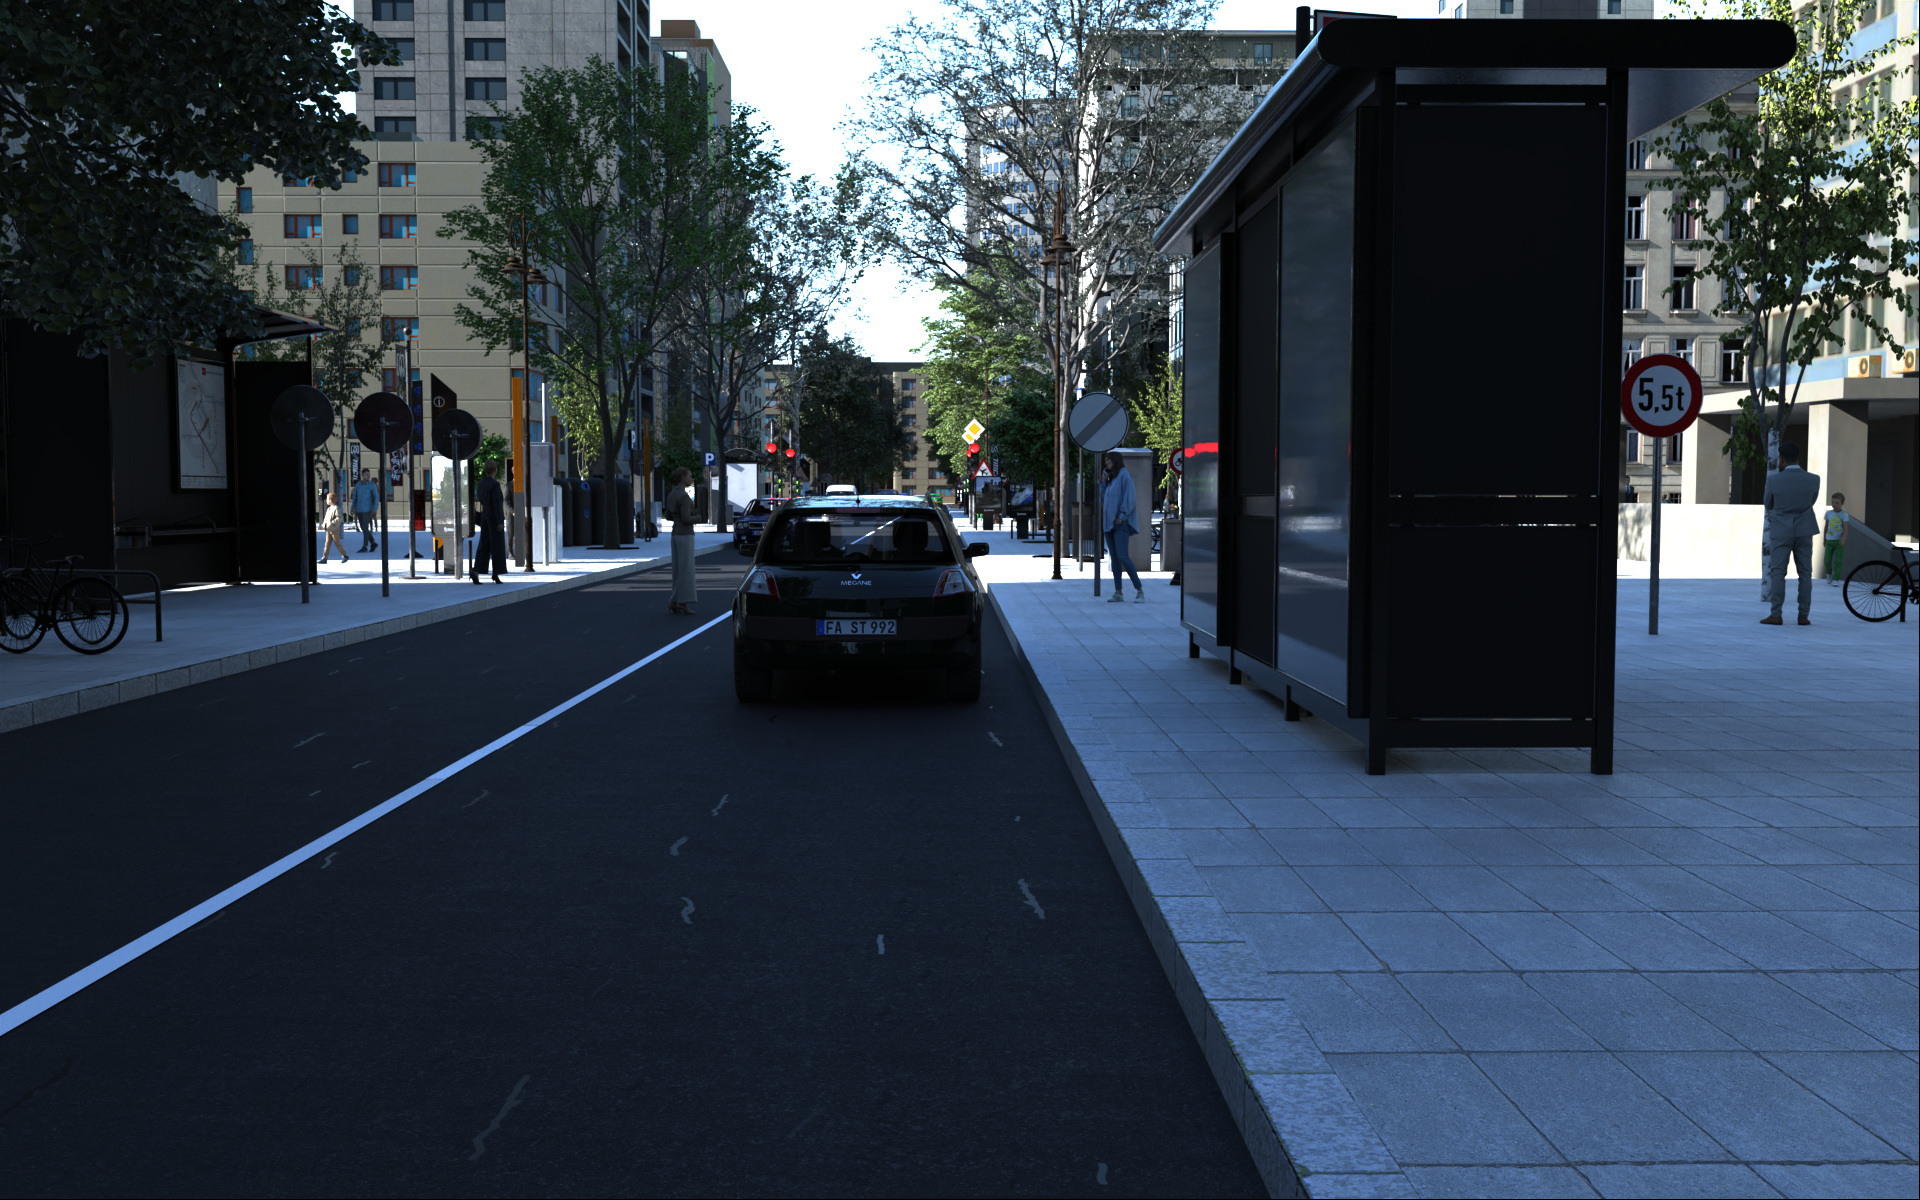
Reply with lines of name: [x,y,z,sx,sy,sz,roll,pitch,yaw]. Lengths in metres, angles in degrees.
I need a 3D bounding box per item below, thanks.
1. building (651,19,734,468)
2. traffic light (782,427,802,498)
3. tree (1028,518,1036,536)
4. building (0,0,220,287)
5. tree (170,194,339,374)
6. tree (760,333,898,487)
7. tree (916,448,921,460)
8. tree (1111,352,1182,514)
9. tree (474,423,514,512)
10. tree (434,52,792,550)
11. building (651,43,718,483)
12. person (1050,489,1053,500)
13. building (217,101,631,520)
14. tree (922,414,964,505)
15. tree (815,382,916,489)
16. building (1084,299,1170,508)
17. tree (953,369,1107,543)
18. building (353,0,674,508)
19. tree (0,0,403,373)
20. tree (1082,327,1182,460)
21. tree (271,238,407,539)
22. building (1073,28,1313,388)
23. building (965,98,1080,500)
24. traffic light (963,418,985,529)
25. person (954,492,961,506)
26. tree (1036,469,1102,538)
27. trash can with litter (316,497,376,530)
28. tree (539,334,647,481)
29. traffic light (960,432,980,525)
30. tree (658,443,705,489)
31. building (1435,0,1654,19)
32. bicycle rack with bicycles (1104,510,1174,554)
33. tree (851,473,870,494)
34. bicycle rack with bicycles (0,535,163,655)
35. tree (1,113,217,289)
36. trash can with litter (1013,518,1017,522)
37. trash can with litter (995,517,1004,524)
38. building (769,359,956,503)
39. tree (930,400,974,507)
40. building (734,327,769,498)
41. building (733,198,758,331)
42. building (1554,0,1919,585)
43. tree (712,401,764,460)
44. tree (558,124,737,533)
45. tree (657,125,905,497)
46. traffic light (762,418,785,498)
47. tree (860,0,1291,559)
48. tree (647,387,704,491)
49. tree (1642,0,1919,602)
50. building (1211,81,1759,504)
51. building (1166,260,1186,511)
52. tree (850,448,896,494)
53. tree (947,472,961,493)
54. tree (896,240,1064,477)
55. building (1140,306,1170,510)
building: [-29.811,-31.692,168.268,14.600,45.320,14.200,0,4,-1]
traffic light: [-7.029,-5.100,72.310,0.839,4.253,0.868,0,4,-1]
tree: [2.227,-3.588,53.270,1.663,3.219,1.824,0,3,0]
building: [-38.369,-14.411,40.135,34.151,26.468,19.350,0,4,-1]
tree: [-17.955,-5.663,42.954,4.737,8.622,4.395,0,3,0]
tree: [-9.088,-12.419,120.066,9.611,12.733,9.660,0,3,0]
tree: [-9.503,-17.734,224.359,7.601,10.594,8.767,3,5,44]
tree: [10.850,-8.358,87.017,4.737,8.622,4.395,0,3,0]
tree: [-22.180,-5.873,79.743,4.285,4.588,4.351,0,3,0]
tree: [-7.975,-6.986,39.984,9.928,11.665,9.643,0,3,0]
building: [-29.540,-28.760,153.819,14.154,41.232,14.086,0,4,-1]
person: [8.979,-10.128,171.645,0.705,1.823,1.348,-1,4,-17]
building: [-35.230,-15.567,99.562,27.650,21.520,28.899,0,4,-1]
tree: [0.429,-18.042,201.634,9.857,13.997,8.962,0,3,0]
tree: [-8.171,-12.422,137.506,8.767,10.594,7.601,0,4,-1]
building: [27.026,-19.774,168.350,27.650,21.520,28.899,0,4,-1]
tree: [2.321,-3.793,45.728,4.285,4.588,4.351,0,3,0]
building: [-32.127,-42.356,130.776,20.563,71.187,20.611,0,4,-1]
tree: [-7.372,-6.409,11.437,9.857,13.997,8.962,0,3,0]
tree: [9.033,-9.829,95.122,7.601,10.594,8.767,-1,4,-10]
tree: [-17.892,-6.041,49.136,4.360,8.622,3.978,0,3,0]
building: [27.878,-37.083,195.552,28.713,52.752,27.495,0,4,-1]
building: [14.896,-43.575,254.443,28.212,58.520,21.231,0,4,-1]
traffic light: [0.522,-4.618,64.426,0.839,4.253,0.868,0,4,-1]
person: [-0.123,-11.211,190.130,1.217,1.735,0.721,-2,4,-26]
tree: [3.251,-3.435,50.756,1.663,3.219,1.824,0,3,0]
trash can with litter: [-22.117,-3.120,62.074,2.233,1.210,1.678,-1,4,-21]
tree: [-17.019,-7.877,79.151,4.737,8.622,4.395,0,3,0]
traffic light: [0.431,-5.106,72.411,0.839,4.253,0.868,0,4,-1]
tree: [-17.654,-7.763,110.644,4.285,4.588,4.351,0,3,0]
building: [64.836,-46.503,198.578,20.611,71.187,20.563,0,4,-1]
bicycle rack with bicycles: [4.459,-1.492,37.779,2.925,0.926,2.852,-1,4,-11]
tree: [-9.234,-10.037,158.711,1.663,3.219,1.824,0,3,0]
bicycle rack with bicycles: [-7.981,-0.058,14.329,2.925,0.926,2.852,1,4,20]
tree: [-16.299,-5.077,33.371,4.360,8.622,3.978,0,3,0]
trash can with litter: [2.645,-4.178,79.705,0.624,1.170,1.055,1,4,13]
trash can with litter: [1.515,-3.890,74.984,0.624,1.170,1.055,-3,4,-37]
building: [-15.061,-25.296,258.624,28.899,21.520,27.650,0,4,-1]
tree: [0.727,-15.493,179.062,9.928,11.665,9.643,0,3,0]
building: [-37.791,-21.431,195.442,28.899,21.520,27.650,0,4,-1]
building: [-45.119,-38.947,256.392,30.456,49.044,23.786,0,4,-1]
building: [29.125,-20.696,30.268,32.217,40.220,23.993,0,4,-1]
tree: [-17.052,-11.333,135.663,4.360,8.622,3.978,0,3,0]
tree: [-7.827,-8.948,56.673,12.009,13.543,11.850,0,3,0]
tree: [-10.052,-14.372,90.875,12.611,20.169,13.585,0,3,0]
traffic light: [-6.939,-4.612,64.326,0.839,4.253,0.868,0,4,-1]
tree: [2.106,-7.583,34.352,12.009,13.543,11.850,0,3,0]
tree: [-19.490,-10.194,117.041,4.737,8.622,4.395,0,3,0]
tree: [9.878,-4.288,20.464,4.737,8.622,4.395,0,3,0]
building: [29.829,-15.952,94.100,30.059,22.955,16.112,0,4,-1]
building: [19.711,-16.304,115.716,9.793,20.994,18.267,0,4,-1]
tree: [-10.111,-17.026,196.502,7.486,12.596,7.792,0,3,0]
tree: [-0.119,-16.023,212.344,4.360,8.622,3.978,0,3,0]
tree: [1.443,-9.739,77.353,7.486,12.596,7.792,0,3,0]
building: [22.822,-16.603,138.911,16.820,18.784,16.811,0,4,-1]
